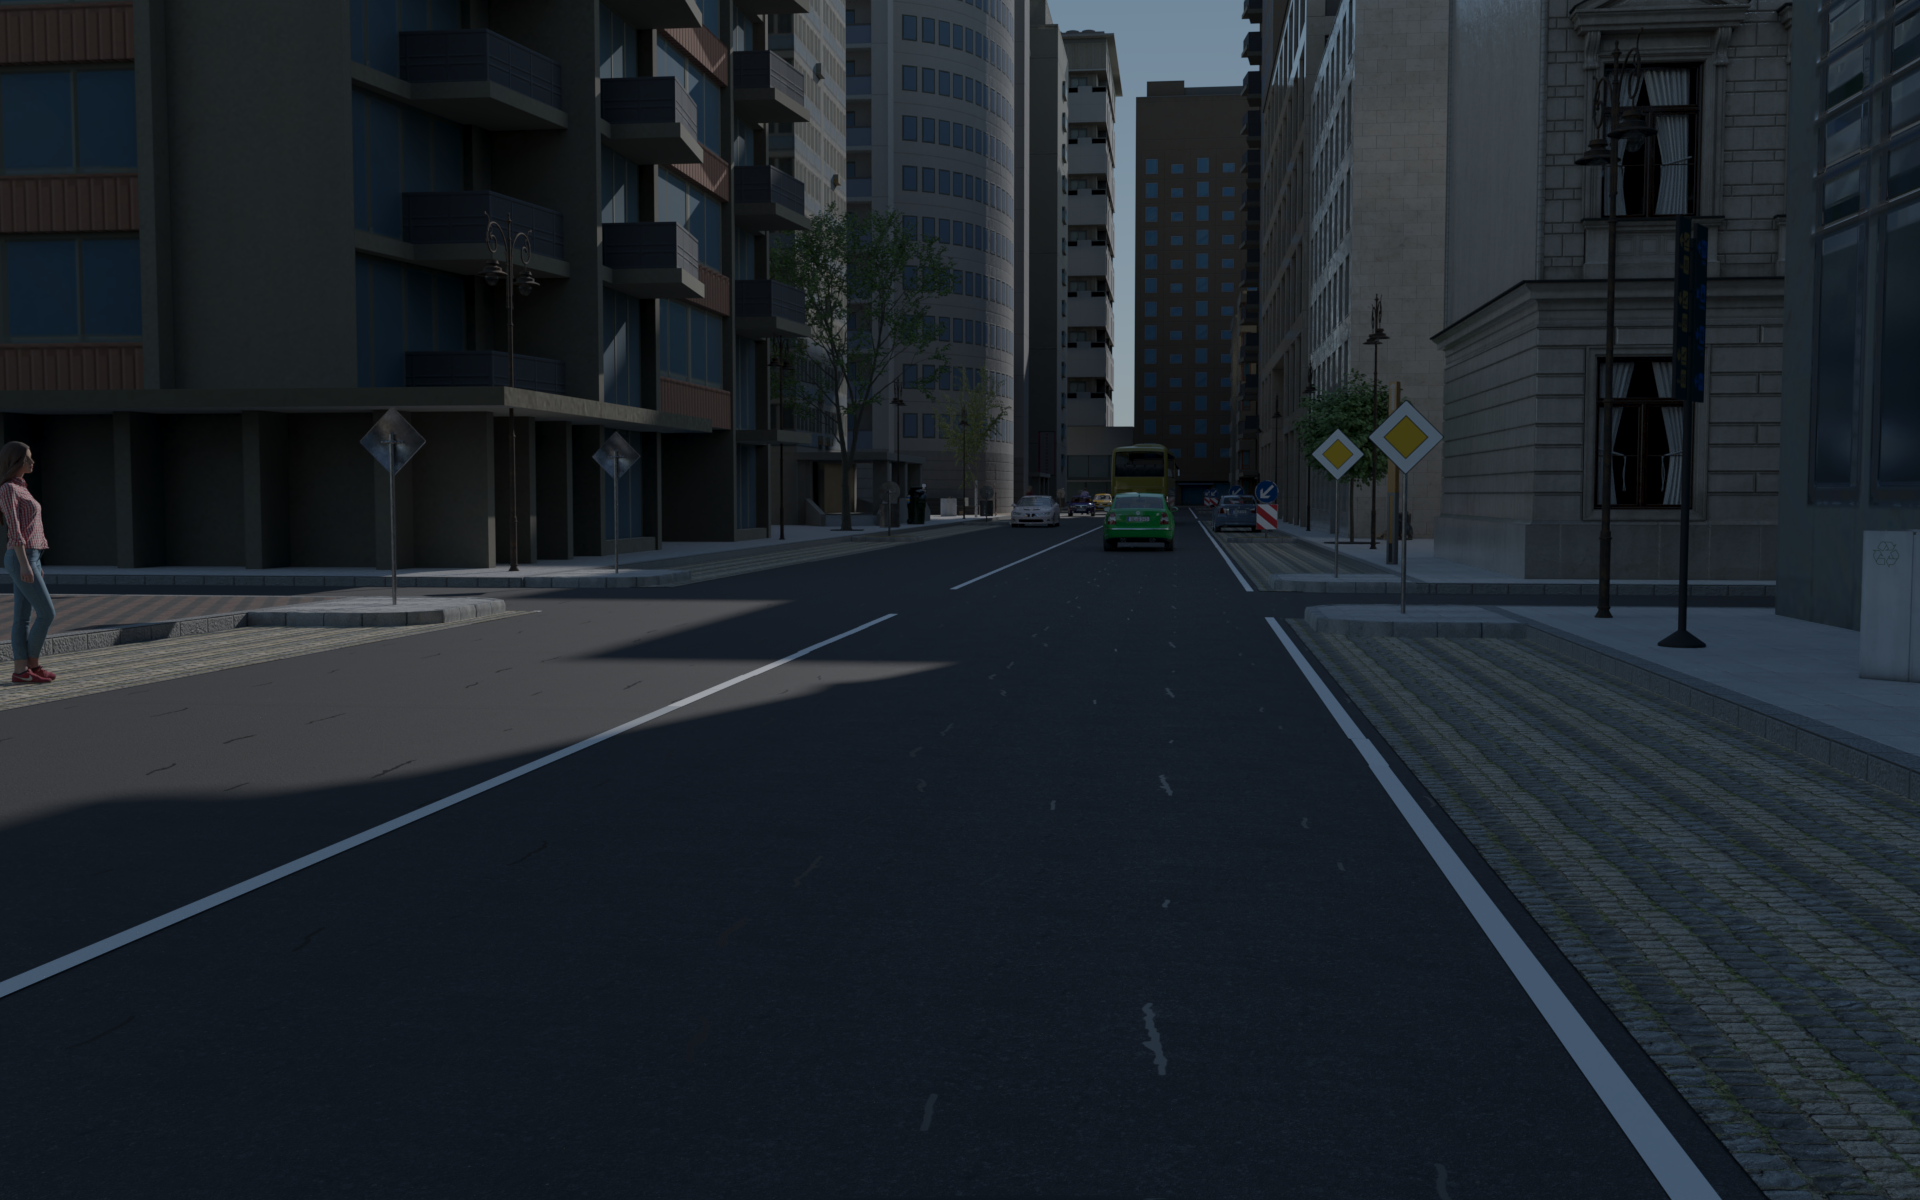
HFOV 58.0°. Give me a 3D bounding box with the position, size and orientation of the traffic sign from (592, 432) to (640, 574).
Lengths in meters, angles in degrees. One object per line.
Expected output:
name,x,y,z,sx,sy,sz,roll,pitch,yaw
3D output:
traffic sign,-5.542,-1.485,27.915,0.795,2.450,0.064,0,4,7

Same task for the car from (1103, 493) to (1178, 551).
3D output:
car,4.673,-2.210,44.928,1.959,1.807,4.718,0,4,7

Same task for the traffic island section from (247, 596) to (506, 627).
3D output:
traffic island section,-6.568,0.136,20.057,2.009,0.180,2.903,0,4,7

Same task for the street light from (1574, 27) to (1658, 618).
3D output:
street light,6.684,-2.753,17.806,0.468,5.910,1.993,0,4,7

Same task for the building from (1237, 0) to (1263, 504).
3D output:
building,32.517,-29.126,130.829,22.147,44.769,28.867,0,4,7

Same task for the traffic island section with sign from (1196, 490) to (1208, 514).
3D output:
traffic island section with sign,18.557,-7.271,127.508,1.989,1.847,2.006,0,4,7

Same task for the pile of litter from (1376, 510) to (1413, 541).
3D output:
pile of litter,12.190,-2.118,48.599,1.176,0.858,1.719,2,4,32

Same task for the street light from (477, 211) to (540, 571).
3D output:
street light,-7.425,-3.417,28.651,0.468,5.910,1.993,0,4,7

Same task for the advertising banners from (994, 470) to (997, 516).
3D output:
advertising banners,2.047,-6.348,99.982,0.090,3.025,2.074,0,4,3

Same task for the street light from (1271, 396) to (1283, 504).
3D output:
street light,14.567,-6.543,79.773,0.468,5.910,1.993,0,4,7

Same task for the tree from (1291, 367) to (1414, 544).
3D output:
tree,10.258,-3.740,44.860,4.285,4.588,4.351,0,3,0

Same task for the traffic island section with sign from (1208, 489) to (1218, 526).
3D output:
traffic island section with sign,12.273,-4.226,77.721,1.989,1.847,2.006,0,4,7

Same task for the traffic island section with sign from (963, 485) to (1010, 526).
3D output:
traffic island section with sign,1.238,-4.310,79.090,1.989,1.847,2.006,0,4,7

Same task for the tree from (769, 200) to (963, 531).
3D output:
tree,-3.876,-8.233,60.360,9.928,11.665,9.643,0,3,0

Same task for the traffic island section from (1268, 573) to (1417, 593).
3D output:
traffic island section,5.785,-0.261,26.544,2.009,0.180,2.903,0,4,7

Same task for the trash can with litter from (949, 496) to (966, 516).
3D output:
trash can with litter,-0.236,-5.586,102.710,1.055,1.170,0.624,-2,4,-27

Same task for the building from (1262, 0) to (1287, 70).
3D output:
building,26.416,-28.123,109.917,14.600,45.320,14.200,0,4,7

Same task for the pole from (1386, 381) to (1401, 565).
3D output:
pole,7.874,-2.301,31.459,0.158,3.312,0.155,0,3,0

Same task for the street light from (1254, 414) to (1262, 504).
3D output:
street light,17.138,-7.756,99.597,0.468,5.910,1.993,0,4,7

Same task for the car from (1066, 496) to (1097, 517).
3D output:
car,7.858,-6.062,111.698,1.945,1.354,3.894,0,4,5

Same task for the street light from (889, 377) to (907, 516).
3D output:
street light,-2.438,-5.849,68.419,0.468,5.910,1.993,0,4,7

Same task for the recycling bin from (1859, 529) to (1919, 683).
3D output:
recycling bin,6.746,0.036,11.972,0.722,1.027,0.722,-3,4,-38

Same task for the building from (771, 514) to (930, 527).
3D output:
building,-18.274,-23.567,77.209,32.217,40.220,23.993,0,4,7

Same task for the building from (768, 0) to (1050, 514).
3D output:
building,-8.880,-27.710,144.944,32.217,40.220,23.993,0,4,7

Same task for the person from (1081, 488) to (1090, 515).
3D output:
person,8.699,-6.849,120.344,0.709,1.838,0.599,1,4,9

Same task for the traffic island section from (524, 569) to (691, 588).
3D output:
traffic island section,-5.566,-0.349,27.979,2.009,0.180,2.903,0,4,7

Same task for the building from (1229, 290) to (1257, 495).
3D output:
building,39.299,-19.248,159.742,27.650,21.520,28.899,0,4,7

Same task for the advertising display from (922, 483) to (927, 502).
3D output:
advertising display,-2.477,-5.988,103.120,0.974,1.923,0.123,0,4,-5

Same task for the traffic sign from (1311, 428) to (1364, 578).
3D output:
traffic sign,5.760,-1.396,26.470,0.795,2.450,0.064,0,4,7

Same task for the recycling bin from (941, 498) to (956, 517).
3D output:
recycling bin,-0.657,-5.315,99.447,0.722,1.027,0.722,-1,4,-23

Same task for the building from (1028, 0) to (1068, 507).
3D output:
building,-0.731,-33.301,168.172,21.600,48.544,21.300,0,4,7

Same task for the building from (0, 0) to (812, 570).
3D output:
building,-16.098,-23.702,42.153,22.147,44.769,28.867,0,4,7

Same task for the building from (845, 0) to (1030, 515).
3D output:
building,-6.981,-35.169,117.017,21.231,58.520,28.212,0,4,7

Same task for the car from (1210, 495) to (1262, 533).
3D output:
car,10.442,-3.263,65.347,2.014,1.417,4.499,0,4,7

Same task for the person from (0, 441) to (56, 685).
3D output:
person,-6.989,-0.272,12.957,0.388,1.821,0.555,-2,4,-33

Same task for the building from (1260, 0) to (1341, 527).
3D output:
building,24.865,-16.977,82.089,19.350,26.468,34.151,0,4,7

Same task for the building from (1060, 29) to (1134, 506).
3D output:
building,6.583,-37.346,199.851,27.495,52.752,28.713,0,4,7

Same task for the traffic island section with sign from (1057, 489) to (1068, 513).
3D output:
traffic island section with sign,7.601,-7.391,129.473,1.989,1.847,2.006,0,4,7

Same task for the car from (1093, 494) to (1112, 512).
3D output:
car,11.259,-7.730,136.606,2.015,1.641,3.980,1,4,9

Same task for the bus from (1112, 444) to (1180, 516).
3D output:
bus,9.051,-5.666,84.191,2.896,3.916,12.252,1,4,9

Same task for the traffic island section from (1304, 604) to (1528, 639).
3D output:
traffic island section,4.783,0.224,18.622,2.009,0.180,2.903,0,4,7

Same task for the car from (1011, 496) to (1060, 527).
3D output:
car,3.341,-3.886,75.903,2.083,1.381,4.827,0,4,8

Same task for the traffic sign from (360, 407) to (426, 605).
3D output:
traffic sign,-6.543,-1.000,19.992,0.795,2.450,0.064,0,4,7

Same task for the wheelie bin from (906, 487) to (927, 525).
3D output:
wheelie bin,-1.806,-3.991,73.156,0.980,1.594,0.693,-3,5,-42

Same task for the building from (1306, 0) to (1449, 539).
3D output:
building,17.399,-12.371,57.013,10.420,20.320,16.860,0,4,7

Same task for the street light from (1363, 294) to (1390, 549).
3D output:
street light,9.609,-4.117,40.101,0.468,5.910,1.993,0,4,7

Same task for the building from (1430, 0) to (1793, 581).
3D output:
building,18.090,-10.056,29.035,19.286,19.102,10.561,0,4,7

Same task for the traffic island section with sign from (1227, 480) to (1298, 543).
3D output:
traffic island section with sign,8.880,-2.590,50.980,1.989,1.847,2.006,0,4,7

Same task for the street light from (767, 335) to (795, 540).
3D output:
street light,-4.999,-4.630,48.493,0.468,5.910,1.993,0,4,7

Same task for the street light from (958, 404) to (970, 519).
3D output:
street light,0.211,-7.114,89.098,0.468,5.910,1.993,0,4,7

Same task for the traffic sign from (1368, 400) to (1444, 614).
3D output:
traffic sign,4.759,-0.912,18.548,0.795,2.450,0.064,0,4,7

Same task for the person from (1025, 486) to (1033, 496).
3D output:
person,3.283,-4.486,81.814,0.573,1.828,0.580,-1,4,-21

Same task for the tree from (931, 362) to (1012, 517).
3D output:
tree,0.651,-8.855,95.137,4.737,8.622,4.395,0,3,0

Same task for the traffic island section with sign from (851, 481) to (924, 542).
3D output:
traffic island section with sign,-2.152,-2.674,52.348,1.989,1.847,2.006,0,4,7

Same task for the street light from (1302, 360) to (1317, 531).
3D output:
street light,12.091,-5.330,59.936,0.468,5.910,1.993,0,4,7

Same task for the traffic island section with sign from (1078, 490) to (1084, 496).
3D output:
traffic island section with sign,10.986,-9.027,156.216,1.989,1.847,2.006,0,4,7

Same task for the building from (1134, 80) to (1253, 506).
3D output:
building,26.547,-33.067,190.752,14.200,45.320,14.600,0,4,7

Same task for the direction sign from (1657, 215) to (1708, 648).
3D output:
direction sign,6.081,-1.375,14.485,0.379,3.537,0.876,3,4,37
